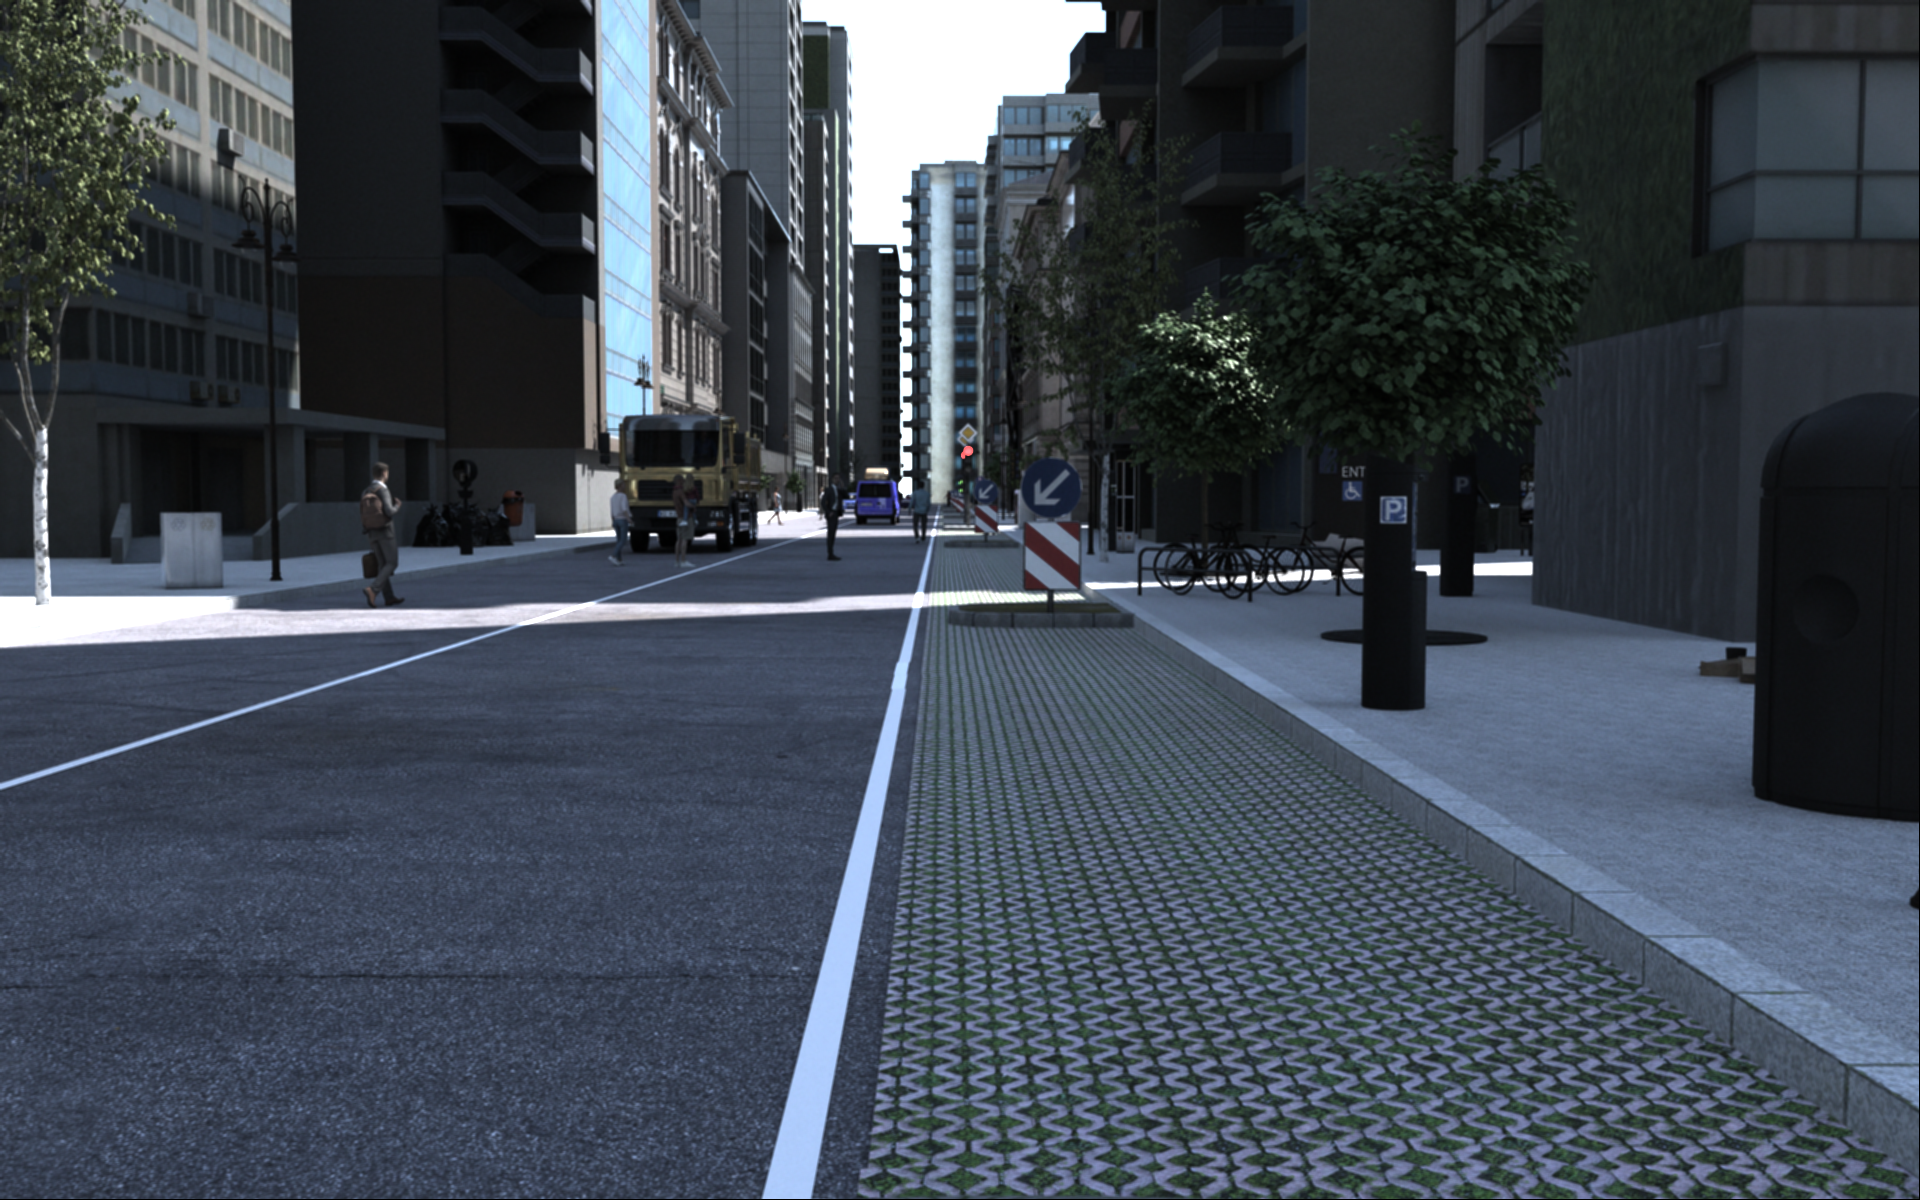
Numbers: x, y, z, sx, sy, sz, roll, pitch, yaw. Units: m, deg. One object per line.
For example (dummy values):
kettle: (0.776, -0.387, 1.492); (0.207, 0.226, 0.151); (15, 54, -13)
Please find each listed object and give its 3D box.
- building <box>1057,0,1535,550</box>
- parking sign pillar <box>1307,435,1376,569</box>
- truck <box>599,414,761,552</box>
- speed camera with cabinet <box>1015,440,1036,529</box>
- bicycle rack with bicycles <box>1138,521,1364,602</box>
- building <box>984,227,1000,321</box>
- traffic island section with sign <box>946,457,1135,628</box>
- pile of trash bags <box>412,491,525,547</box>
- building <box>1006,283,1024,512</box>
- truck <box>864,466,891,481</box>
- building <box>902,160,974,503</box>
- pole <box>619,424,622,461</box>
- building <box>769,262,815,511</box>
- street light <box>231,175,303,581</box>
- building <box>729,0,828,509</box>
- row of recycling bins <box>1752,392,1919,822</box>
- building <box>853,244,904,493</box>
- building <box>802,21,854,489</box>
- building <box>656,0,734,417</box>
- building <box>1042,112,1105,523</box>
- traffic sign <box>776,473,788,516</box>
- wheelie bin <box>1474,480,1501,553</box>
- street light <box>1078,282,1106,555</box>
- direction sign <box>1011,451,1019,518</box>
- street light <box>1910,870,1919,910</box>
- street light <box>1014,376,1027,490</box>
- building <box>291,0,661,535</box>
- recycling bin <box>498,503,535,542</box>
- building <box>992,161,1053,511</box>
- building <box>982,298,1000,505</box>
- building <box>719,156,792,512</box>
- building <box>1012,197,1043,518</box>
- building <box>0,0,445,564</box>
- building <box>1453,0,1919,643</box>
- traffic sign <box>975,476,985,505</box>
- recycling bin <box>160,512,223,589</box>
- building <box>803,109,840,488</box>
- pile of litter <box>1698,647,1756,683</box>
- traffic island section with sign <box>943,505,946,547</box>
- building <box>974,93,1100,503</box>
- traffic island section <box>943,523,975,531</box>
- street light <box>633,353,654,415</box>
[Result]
building: (14.642, -24.316, 52.186); (22.147, 44.769, 28.867); (0, 4, -1)
parking sign pillar: (6.846, -2.561, 30.338); (1.447, 3.967, 1.447); (0, 4, 4)
truck: (-6.917, -2.999, 44.964); (3.469, 3.379, 9.791); (0, 4, -1)
speed camera with cabinet: (2.459, -4.275, 64.238); (0.660, 3.252, 2.038); (0, 4, -8)
bicycle rack with bicycles: (3.508, -0.529, 22.034); (2.852, 0.926, 2.925); (-3, 5, -41)
building: (9.626, -25.513, 188.842); (14.160, 30.474, 14.107); (0, 4, -1)
traffic island section with sign: (0.866, -0.655, 19.340); (1.989, 1.847, 2.006); (0, 4, -1)
pile of trash bags: (-11.951, -2.042, 43.141); (1.912, 1.369, 3.447); (1, 4, 20)
building: (11.645, -15.656, 123.431); (16.820, 18.784, 16.811); (0, 4, -1)
truck: (-8.323, -11.364, 174.715); (2.839, 4.237, 11.283); (0, 4, -1)
building: (7.035, -38.403, 247.495); (30.456, 49.044, 23.786); (0, 4, -1)
pole: (-9.771, -3.449, 50.242); (0.158, 3.312, 0.155); (0, 3, 0)
building: (-17.192, -17.777, 139.808); (9.793, 20.994, 18.267); (0, 4, -1)
street light: (-10.145, -3.225, 25.518); (0.468, 5.910, 1.993); (0, 4, -1)
building: (-22.923, -44.158, 160.233); (20.563, 71.187, 20.611); (0, 4, -1)
row of recycling bins: (5.119, -0.017, 7.388); (3.534, 1.692, 1.069); (-1, 4, -12)
building: (-20.307, -34.205, 251.139); (23.993, 40.220, 32.217); (0, 4, -1)
building: (-27.531, -41.170, 215.132); (28.212, 58.520, 21.231); (0, 4, -1)
building: (-19.715, -18.390, 88.069); (14.401, 28.519, 23.554); (0, 4, -1)
building: (13.972, -13.264, 81.487); (19.286, 19.102, 10.561); (0, 4, -1)
traffic sign: (-10.570, -6.275, 102.704); (0.768, 2.556, 0.104); (0, 4, 8)
wheelie bin: (11.353, -1.832, 37.856); (0.693, 1.594, 0.980); (3, 5, 39)
street light: (2.777, -3.904, 36.623); (0.468, 5.910, 1.993); (0, 4, -1)
direction sign: (2.895, -6.059, 91.067); (0.379, 3.537, 0.876); (-2, 4, -25)
street light: (3.047, -1.982, 5.189); (0.468, 5.910, 1.993); (0, 4, -1)
street light: (2.382, -5.827, 68.055); (0.468, 5.910, 1.993); (0, 4, -1)
building: (-18.751, -25.054, 59.741); (14.200, 45.320, 14.600); (0, 4, -1)
recycling bin: (-12.056, -2.114, 47.116); (0.722, 1.027, 0.722); (1, 4, 21)
building: (9.720, -21.751, 141.538); (13.634, 28.700, 20.117); (0, 4, -1)
building: (16.299, -19.698, 167.107); (27.650, 21.520, 28.899); (0, 4, -1)
building: (-19.606, -18.126, 115.431); (14.314, 24.678, 30.058); (0, 4, -1)
building: (8.665, -14.383, 99.790); (10.561, 19.102, 19.286); (0, 4, -1)
building: (-29.577, -21.218, 38.793); (32.217, 40.220, 23.993); (0, 4, -1)
building: (13.628, -20.611, 20.593); (14.154, 41.232, 14.086); (0, 4, -1)
traffic sign: (1.449, -7.536, 123.324); (0.768, 2.556, 0.104); (0, 4, 6)
recycling bin: (-10.524, -0.683, 23.721); (0.722, 1.027, 0.722); (-2, 4, -28)
building: (-19.867, -30.269, 178.495); (14.154, 41.232, 14.086); (0, 4, -1)
pile of litter: (5.841, 0.132, 11.800); (1.176, 0.858, 1.719); (-1, 4, -12)
traffic island section with sign: (0.576, -2.328, 46.697); (1.989, 1.847, 2.006); (0, 4, -1)
building: (14.185, -36.144, 210.563); (23.786, 49.044, 30.456); (0, 4, -1)
traffic island section: (0.344, -2.828, 68.512); (2.009, 0.180, 2.903); (0, 4, -1)
street light: (-10.381, -5.150, 56.996); (0.468, 5.910, 1.993); (0, 4, -1)
